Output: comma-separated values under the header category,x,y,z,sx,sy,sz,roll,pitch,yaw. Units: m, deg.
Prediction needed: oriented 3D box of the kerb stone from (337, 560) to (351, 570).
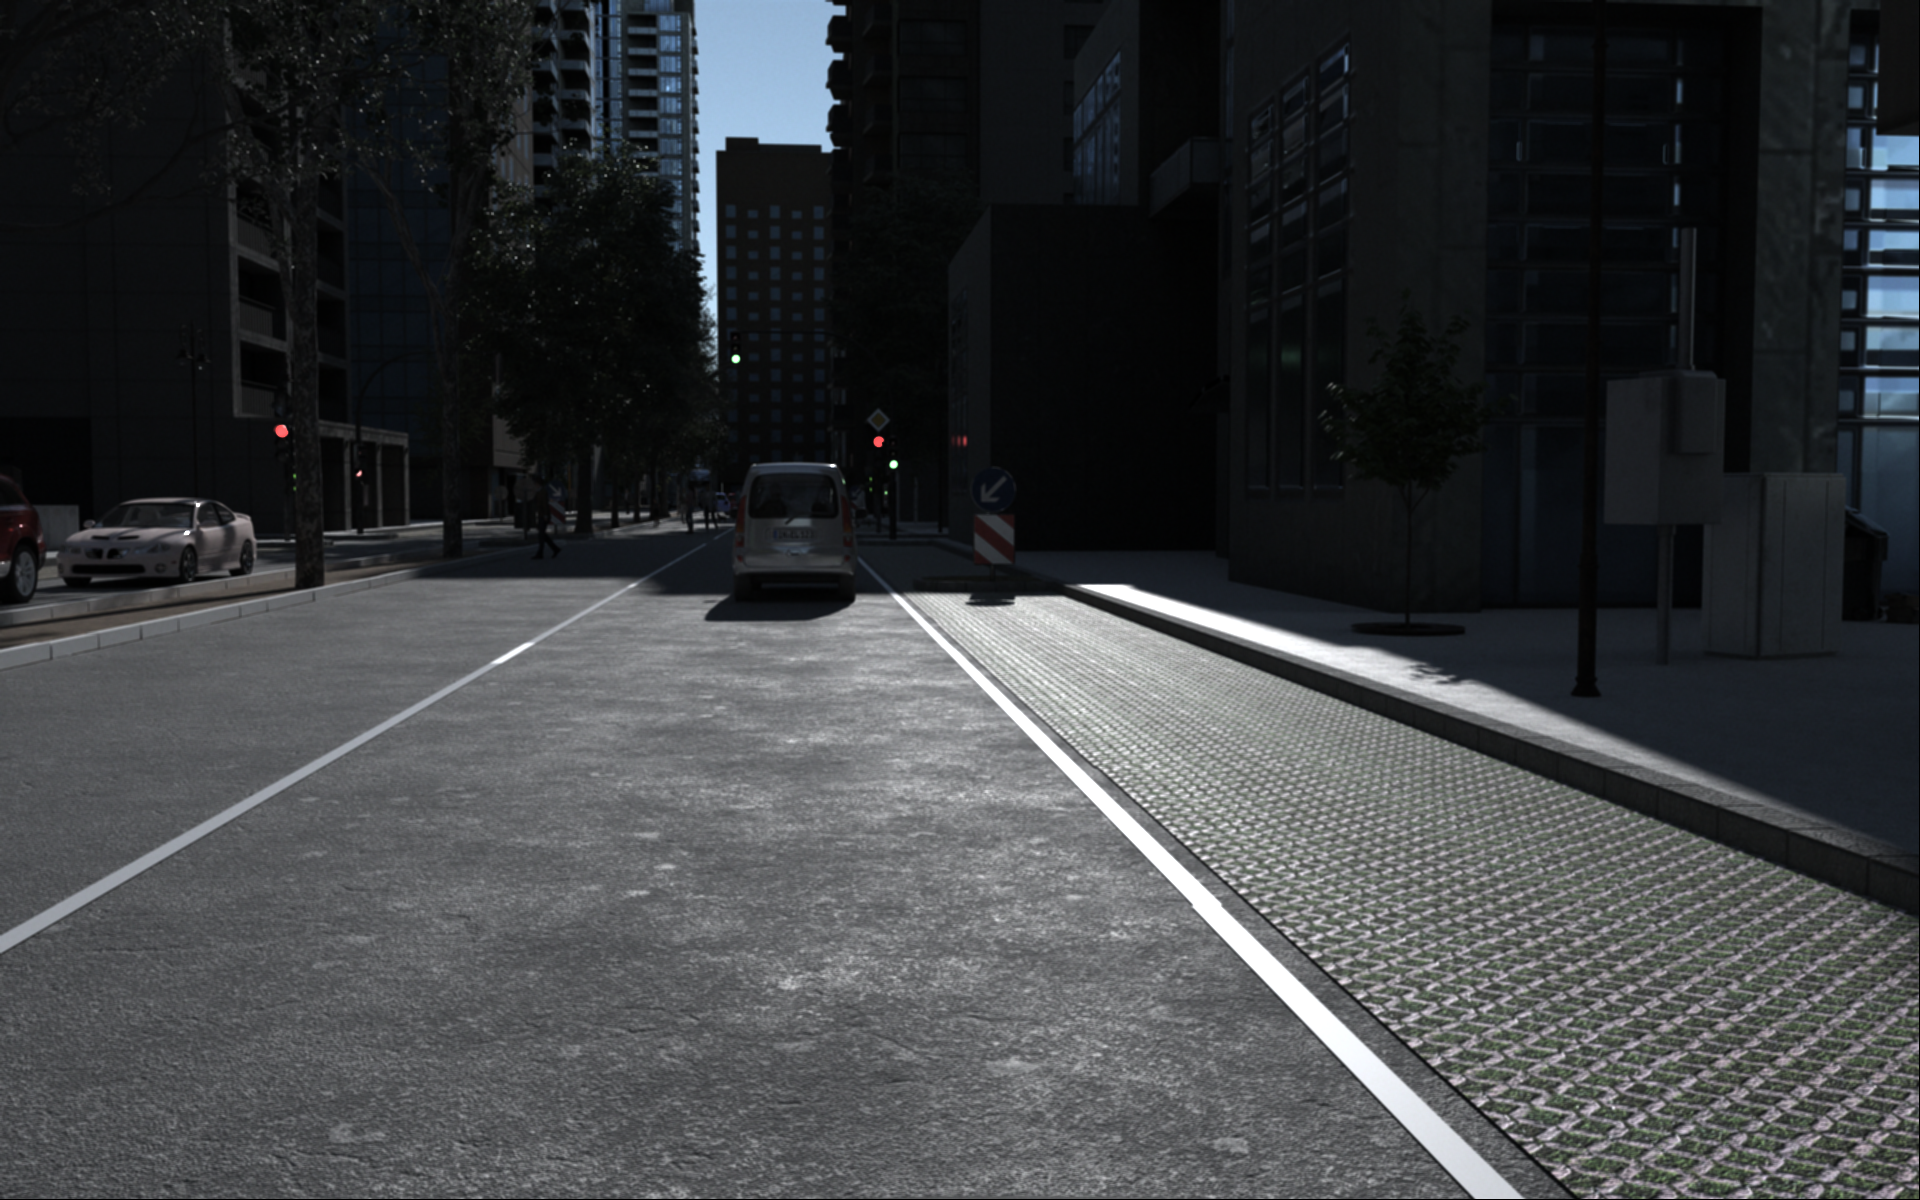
category,x,y,z,sx,sy,sz,roll,pitch,yaw
kerb stone,-11.729,-0.640,32.664,0.120,0.150,1.000,0,4,-5

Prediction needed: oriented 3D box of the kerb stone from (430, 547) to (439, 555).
category,x,y,z,sx,sy,sz,roll,pitch,yaw
kerb stone,-12.511,-1.141,40.856,0.120,0.150,1.000,0,4,-5

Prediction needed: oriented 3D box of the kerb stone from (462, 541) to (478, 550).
category,x,y,z,sx,sy,sz,roll,pitch,yaw
kerb stone,-13.010,-1.454,45.962,0.120,0.150,1.000,0,4,-5

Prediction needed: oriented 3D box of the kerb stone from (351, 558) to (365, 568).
category,x,y,z,sx,sy,sz,roll,pitch,yaw
kerb stone,-11.819,-0.703,33.696,0.120,0.150,1.000,0,4,-5

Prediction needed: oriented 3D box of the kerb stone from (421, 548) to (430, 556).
category,x,y,z,sx,sy,sz,roll,pitch,yaw
kerb stone,-12.422,-1.079,39.838,0.120,0.150,1.000,0,4,-5

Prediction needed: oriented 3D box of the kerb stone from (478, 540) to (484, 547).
category,x,y,z,sx,sy,sz,roll,pitch,yaw
kerb stone,-13.102,-1.512,46.980,0.120,0.150,1.000,0,4,-5

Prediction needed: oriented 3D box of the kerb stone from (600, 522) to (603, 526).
category,x,y,z,sx,sy,sz,roll,pitch,yaw
kerb stone,-15.895,-3.295,76.061,0.120,0.150,1.000,0,4,-5

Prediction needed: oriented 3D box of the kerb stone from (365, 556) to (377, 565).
category,x,y,z,sx,sy,sz,roll,pitch,yaw
kerb stone,-11.923,-0.766,34.712,0.120,0.150,1.000,0,4,-5

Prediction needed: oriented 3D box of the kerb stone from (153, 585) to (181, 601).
category,x,y,z,sx,sy,sz,roll,pitch,yaw
kerb stone,-10.845,-0.079,23.486,0.120,0.150,1.000,0,4,-5

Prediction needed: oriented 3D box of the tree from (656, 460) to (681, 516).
category,x,y,z,sx,sy,sz,roll,pitch,yaw
tree,-18.483,-9.815,113.290,4.360,8.622,3.978,0,3,0

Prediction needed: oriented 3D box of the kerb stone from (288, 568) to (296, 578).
category,x,y,z,sx,sy,sz,roll,pitch,yaw
kerb stone,-11.433,-0.454,29.611,0.120,0.150,1.000,0,4,-5

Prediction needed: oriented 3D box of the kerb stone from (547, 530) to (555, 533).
category,x,y,z,sx,sy,sz,roll,pitch,yaw
kerb stone,-14.427,-2.356,60.751,0.120,0.150,1.000,0,4,-5

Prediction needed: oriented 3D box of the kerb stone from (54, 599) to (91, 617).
category,x,y,z,sx,sy,sz,roll,pitch,yaw
kerb stone,-10.550,0.108,20.424,0.120,0.150,1.000,0,4,-5

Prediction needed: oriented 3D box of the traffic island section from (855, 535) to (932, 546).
category,x,y,z,sx,sy,sz,roll,pitch,yaw
traffic island section,-1.874,-1.619,48.755,2.009,0.180,2.903,0,4,-5

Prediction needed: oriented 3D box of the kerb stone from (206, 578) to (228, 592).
category,x,y,z,sx,sy,sz,roll,pitch,yaw
kerb stone,-11.043,-0.203,25.522,0.120,0.150,1.000,0,4,-5

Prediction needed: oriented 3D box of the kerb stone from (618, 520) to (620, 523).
category,x,y,z,sx,sy,sz,roll,pitch,yaw
kerb stone,-16.584,-3.726,83.195,0.120,0.150,1.000,0,4,-5

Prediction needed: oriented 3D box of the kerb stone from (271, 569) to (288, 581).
category,x,y,z,sx,sy,sz,roll,pitch,yaw
kerb stone,-11.339,-0.391,28.591,0.120,0.150,1.000,0,4,-5

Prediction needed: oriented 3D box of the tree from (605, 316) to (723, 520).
category,x,y,z,sx,sy,sz,roll,pitch,yaw
tree,-16.760,-10.186,94.758,9.928,11.665,9.643,0,3,0

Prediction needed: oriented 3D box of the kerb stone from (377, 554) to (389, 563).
category,x,y,z,sx,sy,sz,roll,pitch,yaw
kerb stone,-12.022,-0.828,35.736,0.120,0.150,1.000,0,4,-5

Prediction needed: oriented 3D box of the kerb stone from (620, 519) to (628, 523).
category,x,y,z,sx,sy,sz,roll,pitch,yaw
kerb stone,-16.979,-3.980,87.265,0.120,0.150,1.000,0,4,-5

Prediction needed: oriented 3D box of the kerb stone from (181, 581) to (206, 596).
category,x,y,z,sx,sy,sz,roll,pitch,yaw
kerb stone,-10.938,-0.141,24.505,0.120,0.150,1.000,0,4,-5

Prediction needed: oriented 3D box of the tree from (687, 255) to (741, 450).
category,x,y,z,sx,sy,sz,roll,pitch,yaw
tree,-14.299,-9.703,71.464,12.009,13.543,11.850,0,3,0

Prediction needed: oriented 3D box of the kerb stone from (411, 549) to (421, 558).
category,x,y,z,sx,sy,sz,roll,pitch,yaw
kerb stone,-12.316,-1.015,38.817,0.120,0.150,1.000,0,4,-5

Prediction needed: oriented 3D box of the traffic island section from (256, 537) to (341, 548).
category,x,y,z,sx,sy,sz,roll,pitch,yaw
traffic island section,-18.340,-1.523,47.182,2.009,0.180,2.903,0,4,-5

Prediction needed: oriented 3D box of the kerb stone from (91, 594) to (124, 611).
category,x,y,z,sx,sy,sz,roll,pitch,yaw
kerb stone,-10.645,0.050,21.449,0.120,0.150,1.000,0,4,-5

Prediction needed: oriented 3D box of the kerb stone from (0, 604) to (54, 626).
category,x,y,z,sx,sy,sz,roll,pitch,yaw
kerb stone,-10.454,0.171,19.398,0.120,0.150,1.000,0,4,-5

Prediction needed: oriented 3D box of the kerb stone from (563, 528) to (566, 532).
category,x,y,z,sx,sy,sz,roll,pitch,yaw
kerb stone,-14.719,-2.543,63.809,0.120,0.150,1.000,0,4,-5

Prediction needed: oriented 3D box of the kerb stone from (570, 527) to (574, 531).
category,x,y,z,sx,sy,sz,roll,pitch,yaw
kerb stone,-14.916,-2.666,65.848,0.120,0.150,1.000,0,4,-5

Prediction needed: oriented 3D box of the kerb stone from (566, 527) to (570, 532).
category,x,y,z,sx,sy,sz,roll,pitch,yaw
kerb stone,-14.819,-2.608,64.830,0.120,0.150,1.000,0,4,-5

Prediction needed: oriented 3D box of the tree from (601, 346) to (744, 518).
category,x,y,z,sx,sy,sz,roll,pitch,yaw
tree,-17.921,-11.318,104.510,9.611,12.733,9.660,0,3,0

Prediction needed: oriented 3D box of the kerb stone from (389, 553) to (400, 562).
category,x,y,z,sx,sy,sz,roll,pitch,yaw
kerb stone,-12.118,-0.889,36.770,0.120,0.150,1.000,0,4,-5

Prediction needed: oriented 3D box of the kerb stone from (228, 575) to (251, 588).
category,x,y,z,sx,sy,sz,roll,pitch,yaw
kerb stone,-11.137,-0.265,26.554,0.120,0.150,1.000,0,4,-5

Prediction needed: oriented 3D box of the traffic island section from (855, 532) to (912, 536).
category,x,y,z,sx,sy,sz,roll,pitch,yaw
traffic island section,-2.639,-2.105,56.703,2.009,0.180,2.903,0,4,-5

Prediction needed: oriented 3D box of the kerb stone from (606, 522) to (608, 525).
category,x,y,z,sx,sy,sz,roll,pitch,yaw
kerb stone,-16.093,-3.417,78.099,0.120,0.150,1.000,0,4,-5

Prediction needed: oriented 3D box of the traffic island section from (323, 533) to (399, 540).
category,x,y,z,sx,sy,sz,roll,pitch,yaw
traffic island section,-19.105,-2.009,55.131,2.009,0.180,2.903,0,4,-5

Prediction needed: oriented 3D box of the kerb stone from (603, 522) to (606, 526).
category,x,y,z,sx,sy,sz,roll,pitch,yaw
kerb stone,-15.998,-3.356,77.081,0.120,0.150,1.000,0,4,-5

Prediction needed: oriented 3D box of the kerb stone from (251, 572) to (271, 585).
category,x,y,z,sx,sy,sz,roll,pitch,yaw
kerb stone,-11.231,-0.329,27.572,0.120,0.150,1.000,0,4,-5

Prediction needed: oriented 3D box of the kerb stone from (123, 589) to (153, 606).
category,x,y,z,sx,sy,sz,roll,pitch,yaw
kerb stone,-10.748,-0.017,22.467,0.120,0.150,1.000,0,4,-5

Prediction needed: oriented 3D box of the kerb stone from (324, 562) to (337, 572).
category,x,y,z,sx,sy,sz,roll,pitch,yaw
kerb stone,-11.630,-0.578,31.647,0.120,0.150,1.000,0,4,-5

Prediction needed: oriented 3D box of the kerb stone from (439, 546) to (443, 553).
category,x,y,z,sx,sy,sz,roll,pitch,yaw
kerb stone,-12.612,-1.204,41.875,0.120,0.150,1.000,0,4,-5

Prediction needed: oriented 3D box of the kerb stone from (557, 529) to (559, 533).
category,x,y,z,sx,sy,sz,roll,pitch,yaw
kerb stone,-14.523,-2.421,61.771,0.120,0.150,1.000,0,4,-5

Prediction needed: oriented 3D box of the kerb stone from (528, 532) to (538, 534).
category,x,y,z,sx,sy,sz,roll,pitch,yaw
kerb stone,-14.033,-2.108,56.664,0.120,0.150,1.000,0,4,-5

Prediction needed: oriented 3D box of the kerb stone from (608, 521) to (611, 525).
category,x,y,z,sx,sy,sz,roll,pitch,yaw
kerb stone,-16.188,-3.477,79.117,0.120,0.150,1.000,0,4,-5

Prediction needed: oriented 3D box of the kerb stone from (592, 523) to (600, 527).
category,x,y,z,sx,sy,sz,roll,pitch,yaw
kerb stone,-15.810,-3.232,75.042,0.120,0.150,1.000,0,4,-5

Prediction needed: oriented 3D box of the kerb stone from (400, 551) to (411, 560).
category,x,y,z,sx,sy,sz,roll,pitch,yaw
kerb stone,-12.218,-0.954,37.790,0.120,0.150,1.000,0,4,-5

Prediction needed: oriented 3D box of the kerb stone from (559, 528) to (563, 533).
category,x,y,z,sx,sy,sz,roll,pitch,yaw
kerb stone,-14.617,-2.482,62.789,0.120,0.150,1.000,0,4,-5
